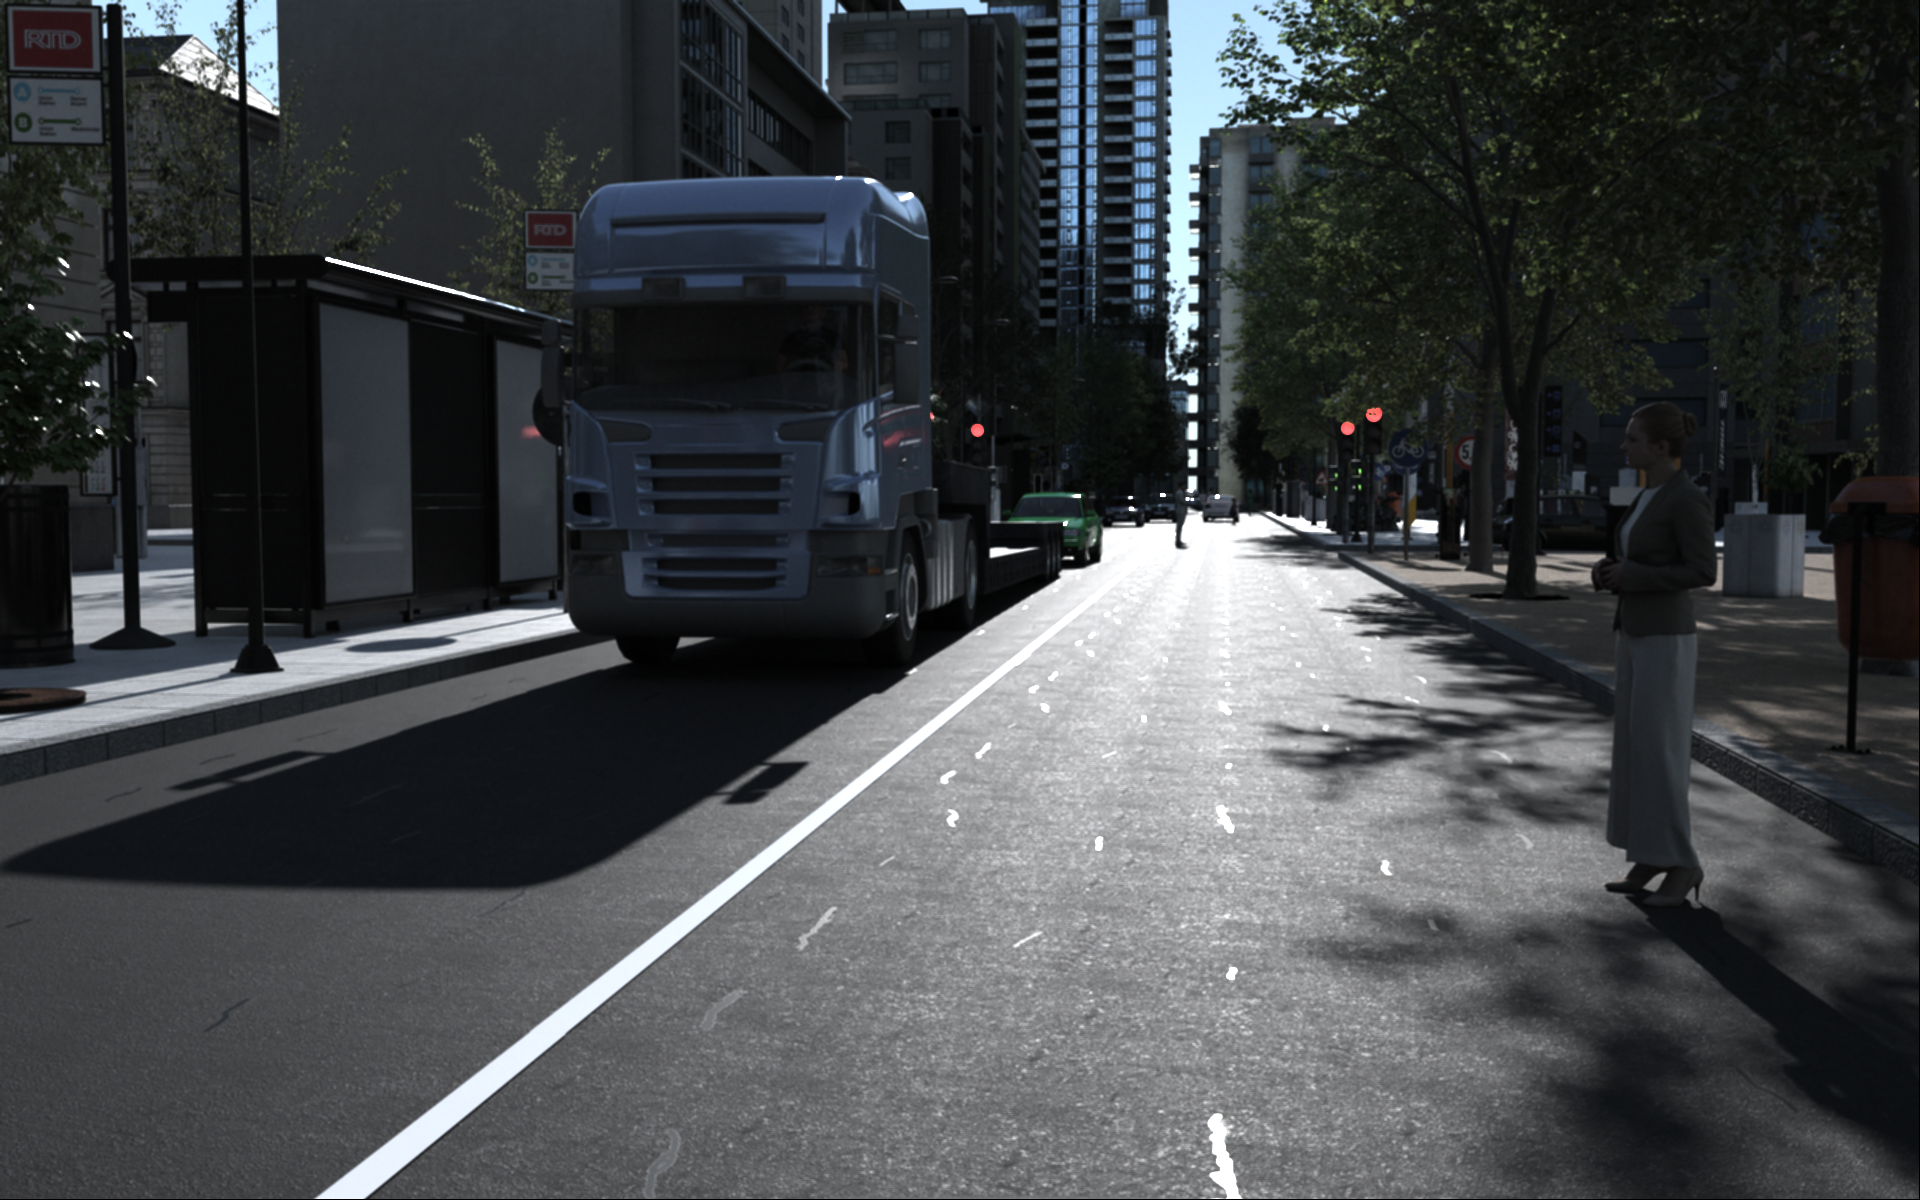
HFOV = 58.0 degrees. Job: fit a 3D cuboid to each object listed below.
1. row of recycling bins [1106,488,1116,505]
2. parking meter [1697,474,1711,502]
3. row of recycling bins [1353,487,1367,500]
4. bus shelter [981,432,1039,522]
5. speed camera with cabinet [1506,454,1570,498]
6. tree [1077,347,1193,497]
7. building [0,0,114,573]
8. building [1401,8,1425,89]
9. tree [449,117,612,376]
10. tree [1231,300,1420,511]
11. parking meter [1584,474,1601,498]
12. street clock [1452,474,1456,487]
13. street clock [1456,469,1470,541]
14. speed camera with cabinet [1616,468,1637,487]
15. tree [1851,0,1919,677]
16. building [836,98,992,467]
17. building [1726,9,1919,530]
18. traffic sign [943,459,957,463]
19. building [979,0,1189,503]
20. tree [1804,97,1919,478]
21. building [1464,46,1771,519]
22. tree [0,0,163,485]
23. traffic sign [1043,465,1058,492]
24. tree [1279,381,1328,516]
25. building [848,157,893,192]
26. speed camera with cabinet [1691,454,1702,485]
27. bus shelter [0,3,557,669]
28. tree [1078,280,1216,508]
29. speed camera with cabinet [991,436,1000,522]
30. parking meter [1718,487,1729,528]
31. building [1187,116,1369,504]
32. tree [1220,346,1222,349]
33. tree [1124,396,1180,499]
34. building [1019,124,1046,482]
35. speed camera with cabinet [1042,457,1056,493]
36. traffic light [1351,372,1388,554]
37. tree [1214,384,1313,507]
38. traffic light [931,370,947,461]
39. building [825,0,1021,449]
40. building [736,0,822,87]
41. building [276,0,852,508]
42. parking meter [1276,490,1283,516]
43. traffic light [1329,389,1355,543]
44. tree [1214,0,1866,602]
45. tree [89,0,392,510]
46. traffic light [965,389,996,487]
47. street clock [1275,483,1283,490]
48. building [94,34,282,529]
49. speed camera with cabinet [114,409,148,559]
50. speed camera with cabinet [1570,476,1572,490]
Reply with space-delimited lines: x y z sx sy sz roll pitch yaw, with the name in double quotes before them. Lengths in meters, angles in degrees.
"row of recycling bins" 9.467 -6.453 112.617 1.069 1.692 3.534 0 4 -5
"parking meter" 21.071 -2.656 49.143 0.399 1.863 0.255 1 4 20
"row of recycling bins" 21.489 -5.293 93.652 1.069 1.692 3.534 1 4 10
"bus shelter" 1.963 -4.761 69.130 1.731 3.624 6.357 1 4 9
"speed camera with cabinet" 21.208 -4.249 63.808 2.038 3.252 0.660 1 4 10
"tree" 13.483 -13.366 135.546 9.611 12.733 9.660 0 3 0
"building" -27.141 -13.913 24.736 25.104 27.353 12.463 1 4 9
"building" 52.450 -33.327 164.496 23.786 49.044 30.456 1 4 9
"tree" -8.530 -5.151 34.585 4.360 8.622 3.978 0 3 0
"tree" 17.107 -8.787 78.088 7.601 10.594 8.767 0 4 -4
"parking meter" 18.271 -2.712 50.059 0.399 1.863 0.255 0 4 -1
"street clock" 17.346 -3.417 60.444 0.471 2.002 0.358 1 4 21
"street clock" 13.855 -2.604 47.148 0.471 2.002 0.358 -3 5 -43
"speed camera with cabinet" 23.770 -4.128 61.826 0.660 3.252 2.038 1 4 20
"tree" 6.274 -5.746 12.071 7.486 12.596 7.792 0 3 0
"building" -5.508 -21.943 130.463 14.160 30.474 14.107 1 4 9
"building" 43.929 -24.914 61.965 28.867 44.769 22.147 1 4 9
"traffic sign" -0.403 -3.793 62.122 0.768 2.556 0.104 1 4 14
"building" 14.360 -55.851 225.827 31.000 86.520 22.319 1 4 9
"tree" 16.663 -4.831 29.344 4.360 8.622 3.978 0 3 0
"building" 38.347 -34.224 101.556 21.231 58.520 28.212 1 4 9
"tree" -10.963 -4.206 19.125 4.737 8.622 4.395 0 3 0
"traffic sign" 4.048 -4.682 76.658 0.768 2.556 0.104 1 4 15
"tree" 20.361 -9.291 102.267 4.737 8.622 4.395 0 3 0
"building" -9.004 -16.168 100.504 11.583 22.565 21.152 1 4 9
"speed camera with cabinet" 35.715 -5.567 85.357 2.038 3.252 0.660 3 4 38
"bus shelter" -6.328 -2.395 16.788 2.179 5.291 8.768 1 4 9
"tree" 17.466 -18.058 151.142 12.611 20.169 13.585 0 3 0
"speed camera with cabinet" 1.007 -3.974 59.306 0.660 3.252 2.038 0 4 6
"parking meter" 29.323 -3.557 66.567 0.372 1.533 0.369 0 3 0
"building" 44.810 -36.894 222.826 30.456 49.044 23.786 1 4 9
"tree" 13.313 -8.897 63.600 7.486 12.596 7.792 0 3 0
"tree" 19.515 -16.072 180.910 7.486 12.596 7.792 0 3 0
"building" -4.203 -29.446 173.327 23.993 40.220 32.217 1 4 9
"speed camera with cabinet" 4.117 -6.024 92.833 2.038 3.252 0.660 2 4 30
"traffic light" 8.825 -2.950 37.157 0.839 4.253 0.868 1 4 9
"tree" 30.451 -16.064 173.009 12.009 13.543 11.850 0 3 0
"traffic light" -0.679 -3.038 38.590 0.839 4.253 0.868 1 4 9
"building" -2.714 -28.156 143.942 14.154 41.232 14.086 1 4 9
"building" -26.238 -45.433 181.076 20.611 71.187 20.563 1 4 9
"building" -14.667 -15.622 74.482 14.314 24.678 30.058 1 4 9
"parking meter" 18.358 -5.574 99.543 0.372 1.533 0.369 0 3 0
"traffic light" 10.032 -3.433 45.051 0.839 4.253 0.868 1 4 9
"tree" 6.770 -5.808 20.710 9.928 11.665 9.643 0 3 0
"tree" -10.443 -4.557 24.874 4.360 8.622 3.978 0 3 0
"traffic light" 0.529 -3.521 46.484 0.839 4.253 0.868 1 4 9
"street clock" 20.572 -6.555 111.749 0.471 2.002 0.358 -2 4 -23
"building" -37.222 -12.498 68.973 19.286 19.102 10.561 1 4 9
"speed camera with cabinet" -16.635 -2.468 34.693 0.660 3.252 2.038 -2 4 -26
"speed camera with cabinet" 30.294 -5.550 85.071 2.038 3.252 0.660 0 4 -3
